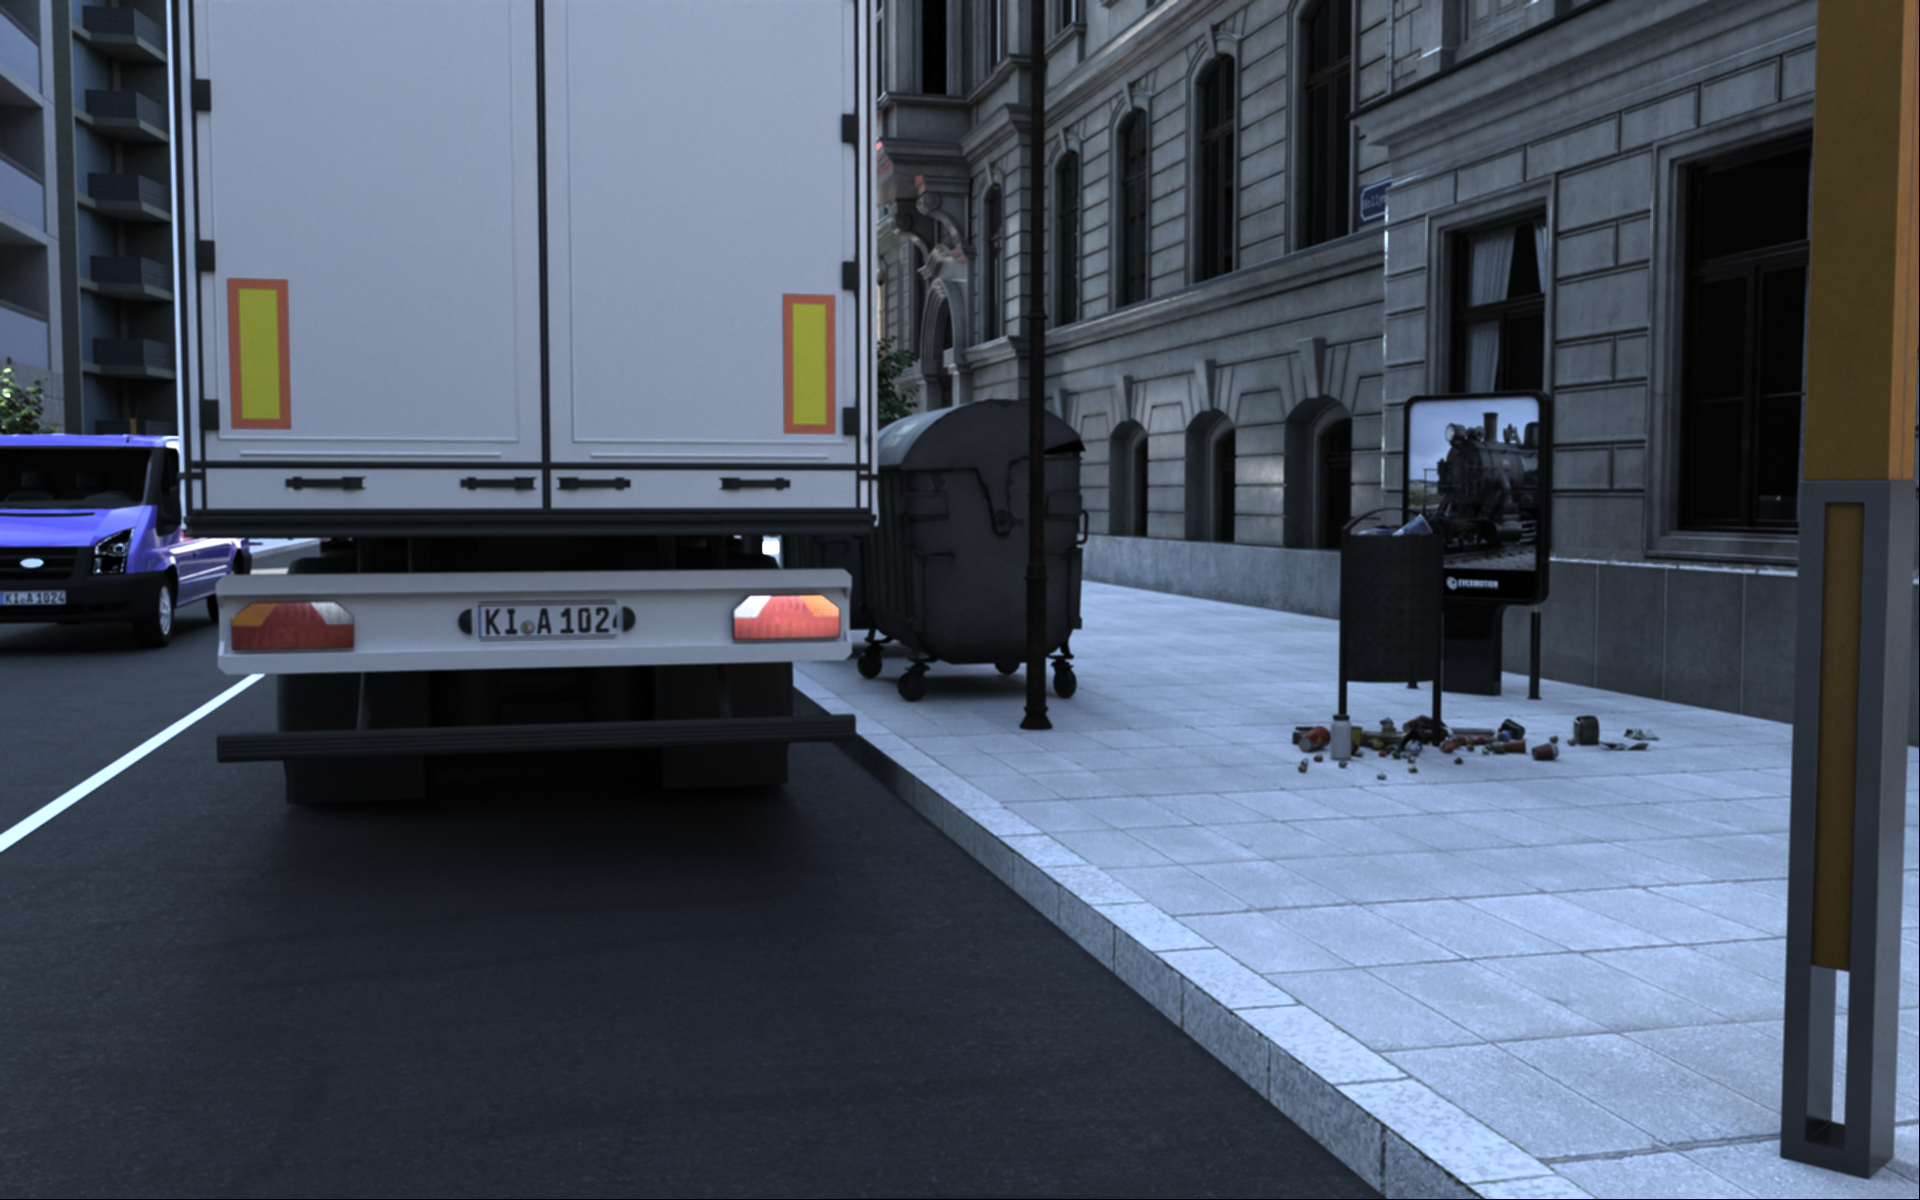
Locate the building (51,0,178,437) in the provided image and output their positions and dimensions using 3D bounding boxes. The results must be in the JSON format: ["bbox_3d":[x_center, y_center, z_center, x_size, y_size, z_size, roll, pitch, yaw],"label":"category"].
[{"bbox_3d":[-40.670,-25.420,70.249,22.147,44.769,28.867,-1,4,-14],"label":"building"}]

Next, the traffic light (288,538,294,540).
[{"bbox_3d":[-18.724,-3.637,48.385,0.839,4.253,0.868,-1,4,-14],"label":"traffic light"}]

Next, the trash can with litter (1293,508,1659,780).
[{"bbox_3d":[2.575,0.145,8.680,2.233,1.210,1.678,-1,4,-9],"label":"trash can with litter"}]

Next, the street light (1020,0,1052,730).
[{"bbox_3d":[0.417,-2.234,9.320,0.468,5.910,1.993,-1,4,-14],"label":"street light"}]

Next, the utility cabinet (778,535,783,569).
[{"bbox_3d":[-1.353,-0.410,17.861,1.020,1.237,0.306,-1,4,-10],"label":"utility cabinet"}]

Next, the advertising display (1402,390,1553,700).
[{"bbox_3d":[3.290,-0.359,11.089,0.974,1.923,0.123,3,5,44],"label":"advertising display"}]

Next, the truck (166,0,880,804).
[{"bbox_3d":[-2.832,-1.382,11.517,2.839,4.237,11.283,-1,4,-14],"label":"truck"}]

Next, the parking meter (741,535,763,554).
[{"bbox_3d":[-3.427,-1.231,28.532,0.372,1.533,0.369,0,3,0],"label":"parking meter"}]

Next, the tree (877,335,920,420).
[{"bbox_3d":[-2.328,-2.546,25.341,4.285,4.588,4.351,0,3,0],"label":"tree"}]

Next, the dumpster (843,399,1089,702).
[{"bbox_3d":[0.037,-0.348,11.447,1.264,1.857,1.865,-1,4,-14],"label":"dumpster"}]

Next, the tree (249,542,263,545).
[{"bbox_3d":[-18.015,-2.995,43.564,1.663,3.219,1.824,0,3,0],"label":"tree"}]

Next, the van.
[{"bbox_3d":[-8.733,-0.816,17.719,2.240,2.365,5.245,-1,4,-13],"label":"van"}]

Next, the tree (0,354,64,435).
[{"bbox_3d":[-13.089,-1.806,24.134,1.663,3.219,1.824,0,3,0],"label":"tree"}]

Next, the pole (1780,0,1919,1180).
[{"bbox_3d":[1.695,-0.575,3.246,0.158,3.312,0.155,0,3,0],"label":"pole"}]

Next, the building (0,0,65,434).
[{"bbox_3d":[-32.887,-29.853,30.093,28.212,58.520,21.231,-1,4,-14],"label":"building"}]

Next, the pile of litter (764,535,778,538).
[{"bbox_3d":[-4.899,-2.287,51.357,1.719,0.858,1.176,1,4,9],"label":"pile of litter"}]

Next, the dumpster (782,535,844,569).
[{"bbox_3d":[-0.782,-0.515,14.179,1.264,1.857,1.865,-1,4,-14],"label":"dumpster"}]

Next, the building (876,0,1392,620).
[{"bbox_3d":[5.184,-13.084,33.000,14.460,24.649,34.723,-1,4,-14],"label":"building"}]

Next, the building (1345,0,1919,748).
[{"bbox_3d":[10.121,-8.674,6.451,10.561,19.102,19.286,-1,4,-14],"label":"building"}]

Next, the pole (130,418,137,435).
[{"bbox_3d":[-22.281,-3.236,46.757,0.158,3.312,0.155,0,3,0],"label":"pole"}]
